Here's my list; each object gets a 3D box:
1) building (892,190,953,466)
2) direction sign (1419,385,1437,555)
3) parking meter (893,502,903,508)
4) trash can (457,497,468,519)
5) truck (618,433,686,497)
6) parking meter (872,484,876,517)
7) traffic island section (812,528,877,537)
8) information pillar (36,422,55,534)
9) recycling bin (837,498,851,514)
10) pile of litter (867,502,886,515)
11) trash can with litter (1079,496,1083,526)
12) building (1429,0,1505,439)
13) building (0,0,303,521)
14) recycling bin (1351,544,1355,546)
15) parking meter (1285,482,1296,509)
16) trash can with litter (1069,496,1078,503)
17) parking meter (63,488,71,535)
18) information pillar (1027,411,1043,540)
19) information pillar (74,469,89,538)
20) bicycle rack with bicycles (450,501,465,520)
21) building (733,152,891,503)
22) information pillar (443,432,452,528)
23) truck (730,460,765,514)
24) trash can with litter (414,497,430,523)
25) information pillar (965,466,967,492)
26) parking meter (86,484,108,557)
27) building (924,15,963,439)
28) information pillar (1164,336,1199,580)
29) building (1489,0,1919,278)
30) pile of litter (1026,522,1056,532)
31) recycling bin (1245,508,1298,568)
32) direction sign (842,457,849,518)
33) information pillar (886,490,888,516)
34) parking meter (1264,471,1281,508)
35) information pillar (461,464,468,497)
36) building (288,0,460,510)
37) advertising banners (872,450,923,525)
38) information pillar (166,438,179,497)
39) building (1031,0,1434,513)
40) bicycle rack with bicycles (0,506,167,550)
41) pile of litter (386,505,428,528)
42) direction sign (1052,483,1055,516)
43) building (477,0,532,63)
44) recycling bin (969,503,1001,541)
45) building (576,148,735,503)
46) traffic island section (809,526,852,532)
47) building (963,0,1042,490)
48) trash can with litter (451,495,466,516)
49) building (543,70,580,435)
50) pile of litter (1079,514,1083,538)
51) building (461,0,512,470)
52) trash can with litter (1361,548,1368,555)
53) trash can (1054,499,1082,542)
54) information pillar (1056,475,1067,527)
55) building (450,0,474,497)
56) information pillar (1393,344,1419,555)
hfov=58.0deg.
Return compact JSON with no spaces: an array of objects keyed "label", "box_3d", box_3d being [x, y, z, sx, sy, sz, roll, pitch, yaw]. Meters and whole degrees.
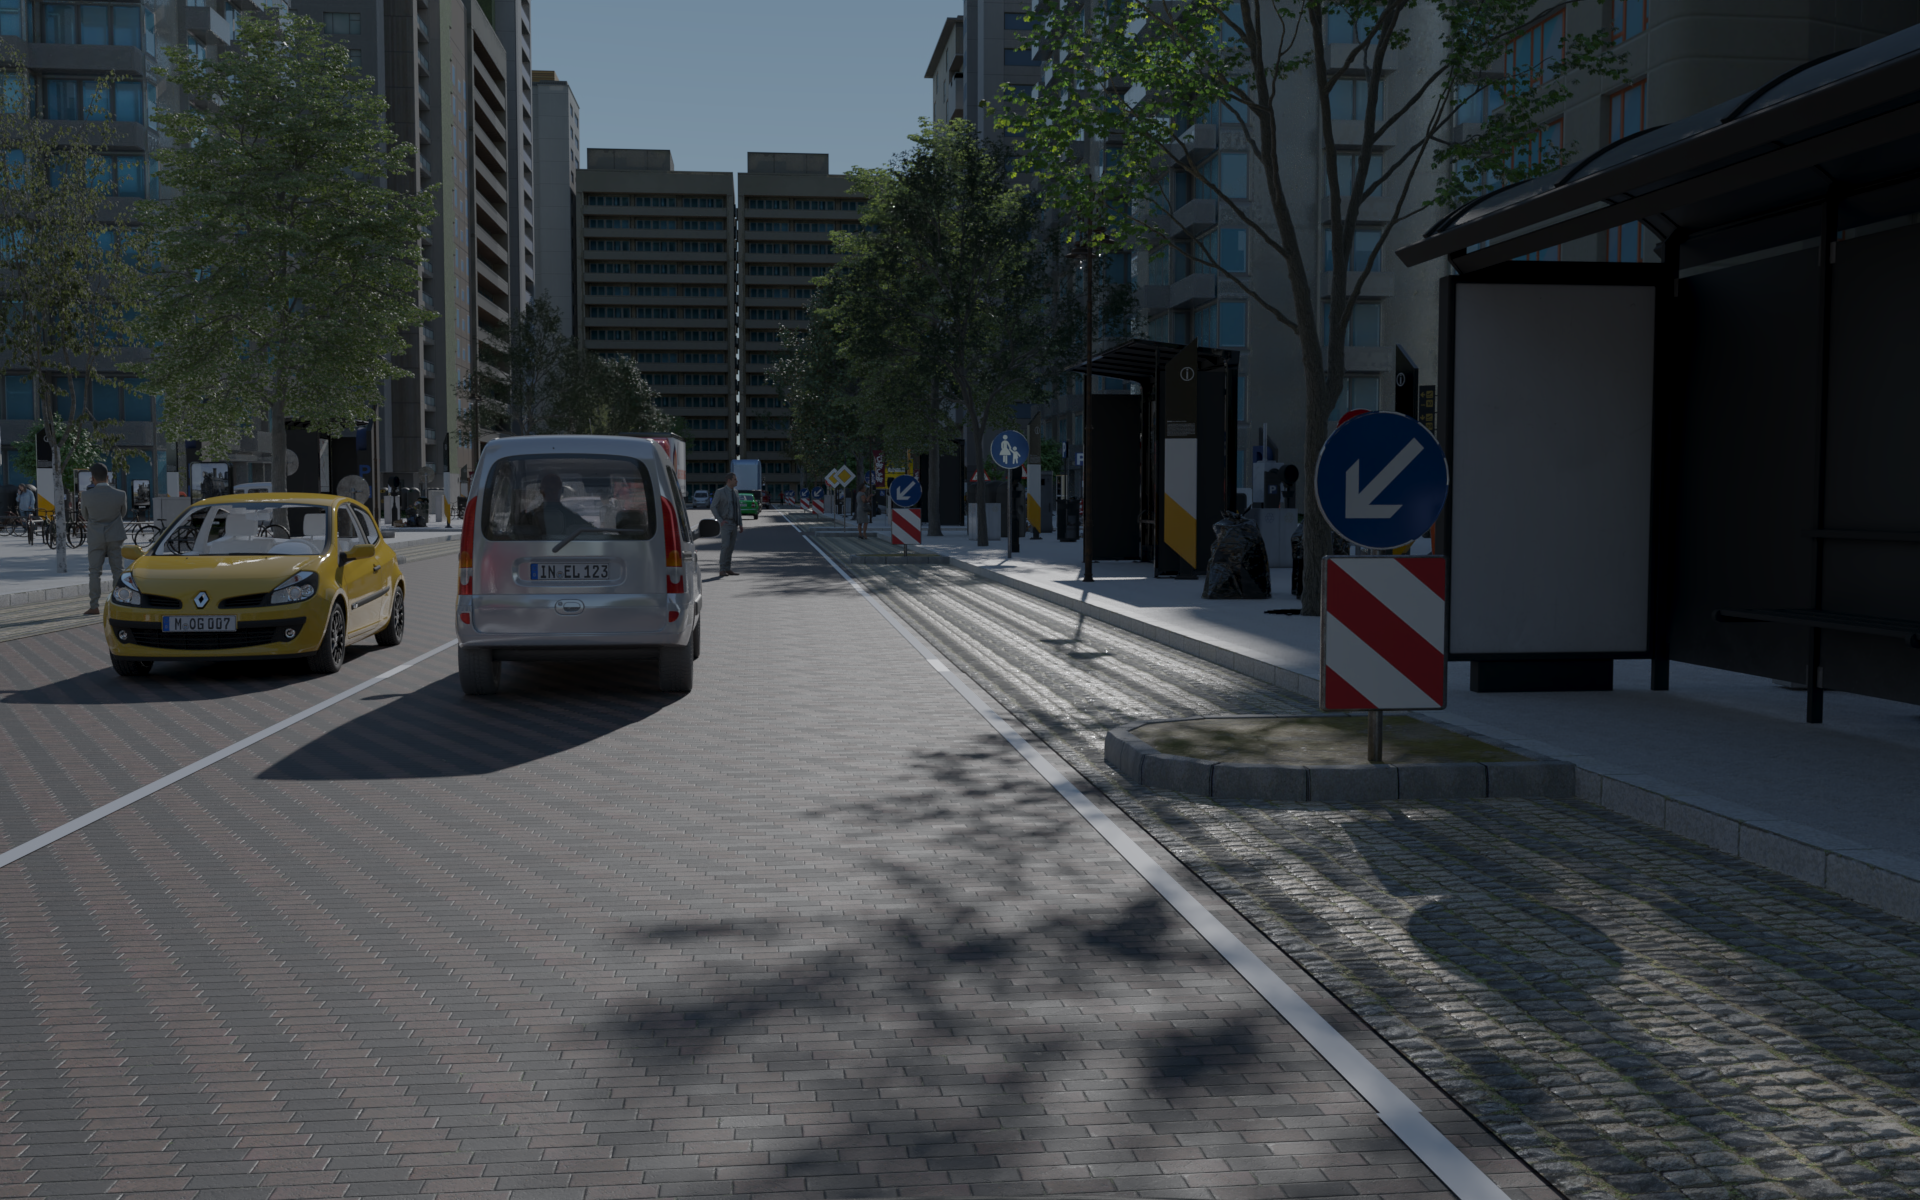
[{"label":"building","box_3d":[-2.923,-36.550,247.698,14.200,45.320,14.600,0,4,-7]},{"label":"direction sign","box_3d":[9.919,-2.688,35.947,0.876,3.537,0.379,3,5,40]},{"label":"parking meter","box_3d":[-4.775,-7.647,133.443,0.372,1.533,0.369,0,3,0]},{"label":"trash can","box_3d":[-25.266,-4.690,88.341,0.748,1.137,0.748,0,3,0]},{"label":"truck","box_3d":[-14.522,-5.648,81.266,2.839,4.237,11.283,0,4,-5]},{"label":"parking meter","box_3d":[-4.869,-5.590,97.101,0.255,1.863,0.399,-1,4,-17]},{"label":"traffic island section","box_3d":[-3.882,-2.223,58.627,2.009,0.180,2.903,0,4,-7]},{"label":"information pillar","box_3d":[-29.519,-3.949,55.925,0.504,3.616,0.183,-3,4,-38]},{"label":"recycling bin","box_3d":[-7.676,-6.247,114.686,0.722,1.027,0.722,3,5,44]},{"label":"pile of litter","box_3d":[-5.431,-5.604,105.590,1.176,0.858,1.719,3,4,36]},{"label":"trash can with litter","box_3d":[4.798,-3.564,69.322,1.678,1.210,2.233,-2,4,-34]},{"label":"building","box_3d":[23.751,-28.878,91.762,30.456,49.044,23.786,0,4,-7]},{"label":"building","box_3d":[-49.355,-28.959,93.091,23.786,49.044,30.456,0,4,-7]},{"label":"recycling bin","box_3d":[10.067,-1.881,43.303,0.722,1.027,0.722,-1,4,-14]},{"label":"parking meter","box_3d":[10.858,-3.135,56.969,0.255,1.863,0.399,-1,4,-12]},{"label":"trash can with litter","box_3d":[6.547,-5.584,102.683,0.624,1.170,1.055,-2,4,-25]},{"label":"parking meter","box_3d":[-28.154,-2.811,54.374,0.372,1.533,0.369,0,3,0]},{"label":"information pillar","box_3d":[2.088,-3.504,48.642,0.504,3.616,0.183,-3,5,-45]},{"label":"information pillar","box_3d":[-25.626,-2.818,50.560,0.304,2.012,0.304,3,5,40]},{"label":"bicycle rack with bicycles","box_3d":[-24.064,-4.391,85.168,2.852,0.926,2.925,1,4,11]},{"label":"building","box_3d":[-21.074,-38.230,248.762,21.600,48.544,21.300,0,4,-7]},{"label":"information pillar","box_3d":[-19.520,-4.559,65.887,0.183,3.616,0.504,-2,4,-35]},{"label":"truck","box_3d":[-16.151,-8.557,129.659,2.967,4.110,18.799,0,4,-6]},{"label":"trash can with litter","box_3d":[-23.746,-3.983,76.514,0.624,1.170,1.055,-1,4,-13]},{"label":"information pillar","box_3d":[0.255,-8.171,124.953,0.504,3.616,0.183,0,4,6]},{"label":"parking meter","box_3d":[-17.450,-1.629,35.051,0.372,1.533,0.369,0,3,0]},{"label":"building","box_3d":[11.624,-36.822,191.270,28.713,52.752,27.495,0,4,-7]},{"label":"information pillar","box_3d":[3.319,-2.112,25.889,0.504,3.616,0.183,1,4,15]},{"label":"building","box_3d":[28.742,-11.360,30.777,27.650,21.520,28.899,0,4,-7]},{"label":"pile of litter","box_3d":[2.494,-2.771,59.263,1.719,0.858,1.176,0,4,-7]},{"label":"recycling bin","box_3d":[5.440,-1.087,30.323,0.722,1.027,0.722,-1,4,-14]},{"label":"direction sign","box_3d":[-6.283,-6.280,94.673,0.379,3.537,0.876,0,4,2]},{"label":"information pillar","box_3d":[-4.055,-5.839,99.960,0.304,2.012,0.304,2,4,33]},{"label":"parking meter","box_3d":[7.947,-2.348,44.106,0.399,1.863,0.255,0,3,0]},{"label":"information pillar","box_3d":[-38.211,-8.696,133.539,0.504,3.616,0.183,-1,4,-12]},{"label":"building","box_3d":[-46.131,-27.277,129.570,14.154,41.232,14.086,0,4,-7]},{"label":"advertising banners","box_3d":[-2.478,-4.435,68.698,2.074,3.025,0.090,-1,4,-19]},{"label":"information pillar","box_3d":[-29.717,-4.530,65.416,0.504,3.616,0.183,1,4,19]},{"label":"building","box_3d":[17.502,-31.121,128.436,23.786,49.044,30.456,0,4,-7]},{"label":"bicycle rack with bicycles","box_3d":[-20.374,-1.691,41.025,2.852,0.926,2.925,1,4,21]},{"label":"pile of litter","box_3d":[-21.312,-3.228,66.744,1.719,0.858,1.176,-2,4,-34]},{"label":"direction sign","box_3d":[5.417,-6.724,101.935,0.876,3.537,0.379,0,4,6]},{"label":"building","box_3d":[-60.829,-39.443,186.897,28.212,58.520,21.231,0,4,-7]},{"label":"recycling bin","box_3d":[0.682,-2.168,48.000,0.722,1.027,0.722,-1,4,-19]},{"label":"building","box_3d":[-42.508,-38.067,246.089,21.600,48.544,21.300,0,4,-7]},{"label":"traffic island section","box_3d":[-4.794,-2.708,66.560,2.009,0.180,2.903,0,4,-7]},{"label":"building","box_3d":[10.837,-37.983,163.020,21.231,58.520,28.212,0,4,-7]},{"label":"trash can with litter","box_3d":[-29.597,-5.527,101.422,2.233,1.210,1.678,-3,5,-40]},{"label":"building","box_3d":[-67.701,-42.877,243.030,28.212,58.520,21.231,0,4,-7]},{"label":"pile of litter","box_3d":[4.019,-2.237,50.539,1.176,0.858,1.719,-1,4,-18]},{"label":"building","box_3d":[-54.310,-32.867,161.072,21.300,48.544,21.600,0,4,-7]},{"label":"trash can with litter","box_3d":[7.554,-1.186,30.785,1.055,1.170,0.624,-2,4,-26]},{"label":"trash can","box_3d":[2.896,-2.119,46.301,0.748,1.137,0.748,0,3,0]},{"label":"information pillar","box_3d":[3.953,-3.843,67.329,0.304,2.012,0.304,-3,5,-42]},{"label":"building","box_3d":[-48.891,-30.196,143.807,14.600,45.320,14.200,0,4,-7]},{"label":"information pillar","box_3d":[6.909,-2.173,26.890,0.183,3.616,0.504,-1,4,-22]}]
